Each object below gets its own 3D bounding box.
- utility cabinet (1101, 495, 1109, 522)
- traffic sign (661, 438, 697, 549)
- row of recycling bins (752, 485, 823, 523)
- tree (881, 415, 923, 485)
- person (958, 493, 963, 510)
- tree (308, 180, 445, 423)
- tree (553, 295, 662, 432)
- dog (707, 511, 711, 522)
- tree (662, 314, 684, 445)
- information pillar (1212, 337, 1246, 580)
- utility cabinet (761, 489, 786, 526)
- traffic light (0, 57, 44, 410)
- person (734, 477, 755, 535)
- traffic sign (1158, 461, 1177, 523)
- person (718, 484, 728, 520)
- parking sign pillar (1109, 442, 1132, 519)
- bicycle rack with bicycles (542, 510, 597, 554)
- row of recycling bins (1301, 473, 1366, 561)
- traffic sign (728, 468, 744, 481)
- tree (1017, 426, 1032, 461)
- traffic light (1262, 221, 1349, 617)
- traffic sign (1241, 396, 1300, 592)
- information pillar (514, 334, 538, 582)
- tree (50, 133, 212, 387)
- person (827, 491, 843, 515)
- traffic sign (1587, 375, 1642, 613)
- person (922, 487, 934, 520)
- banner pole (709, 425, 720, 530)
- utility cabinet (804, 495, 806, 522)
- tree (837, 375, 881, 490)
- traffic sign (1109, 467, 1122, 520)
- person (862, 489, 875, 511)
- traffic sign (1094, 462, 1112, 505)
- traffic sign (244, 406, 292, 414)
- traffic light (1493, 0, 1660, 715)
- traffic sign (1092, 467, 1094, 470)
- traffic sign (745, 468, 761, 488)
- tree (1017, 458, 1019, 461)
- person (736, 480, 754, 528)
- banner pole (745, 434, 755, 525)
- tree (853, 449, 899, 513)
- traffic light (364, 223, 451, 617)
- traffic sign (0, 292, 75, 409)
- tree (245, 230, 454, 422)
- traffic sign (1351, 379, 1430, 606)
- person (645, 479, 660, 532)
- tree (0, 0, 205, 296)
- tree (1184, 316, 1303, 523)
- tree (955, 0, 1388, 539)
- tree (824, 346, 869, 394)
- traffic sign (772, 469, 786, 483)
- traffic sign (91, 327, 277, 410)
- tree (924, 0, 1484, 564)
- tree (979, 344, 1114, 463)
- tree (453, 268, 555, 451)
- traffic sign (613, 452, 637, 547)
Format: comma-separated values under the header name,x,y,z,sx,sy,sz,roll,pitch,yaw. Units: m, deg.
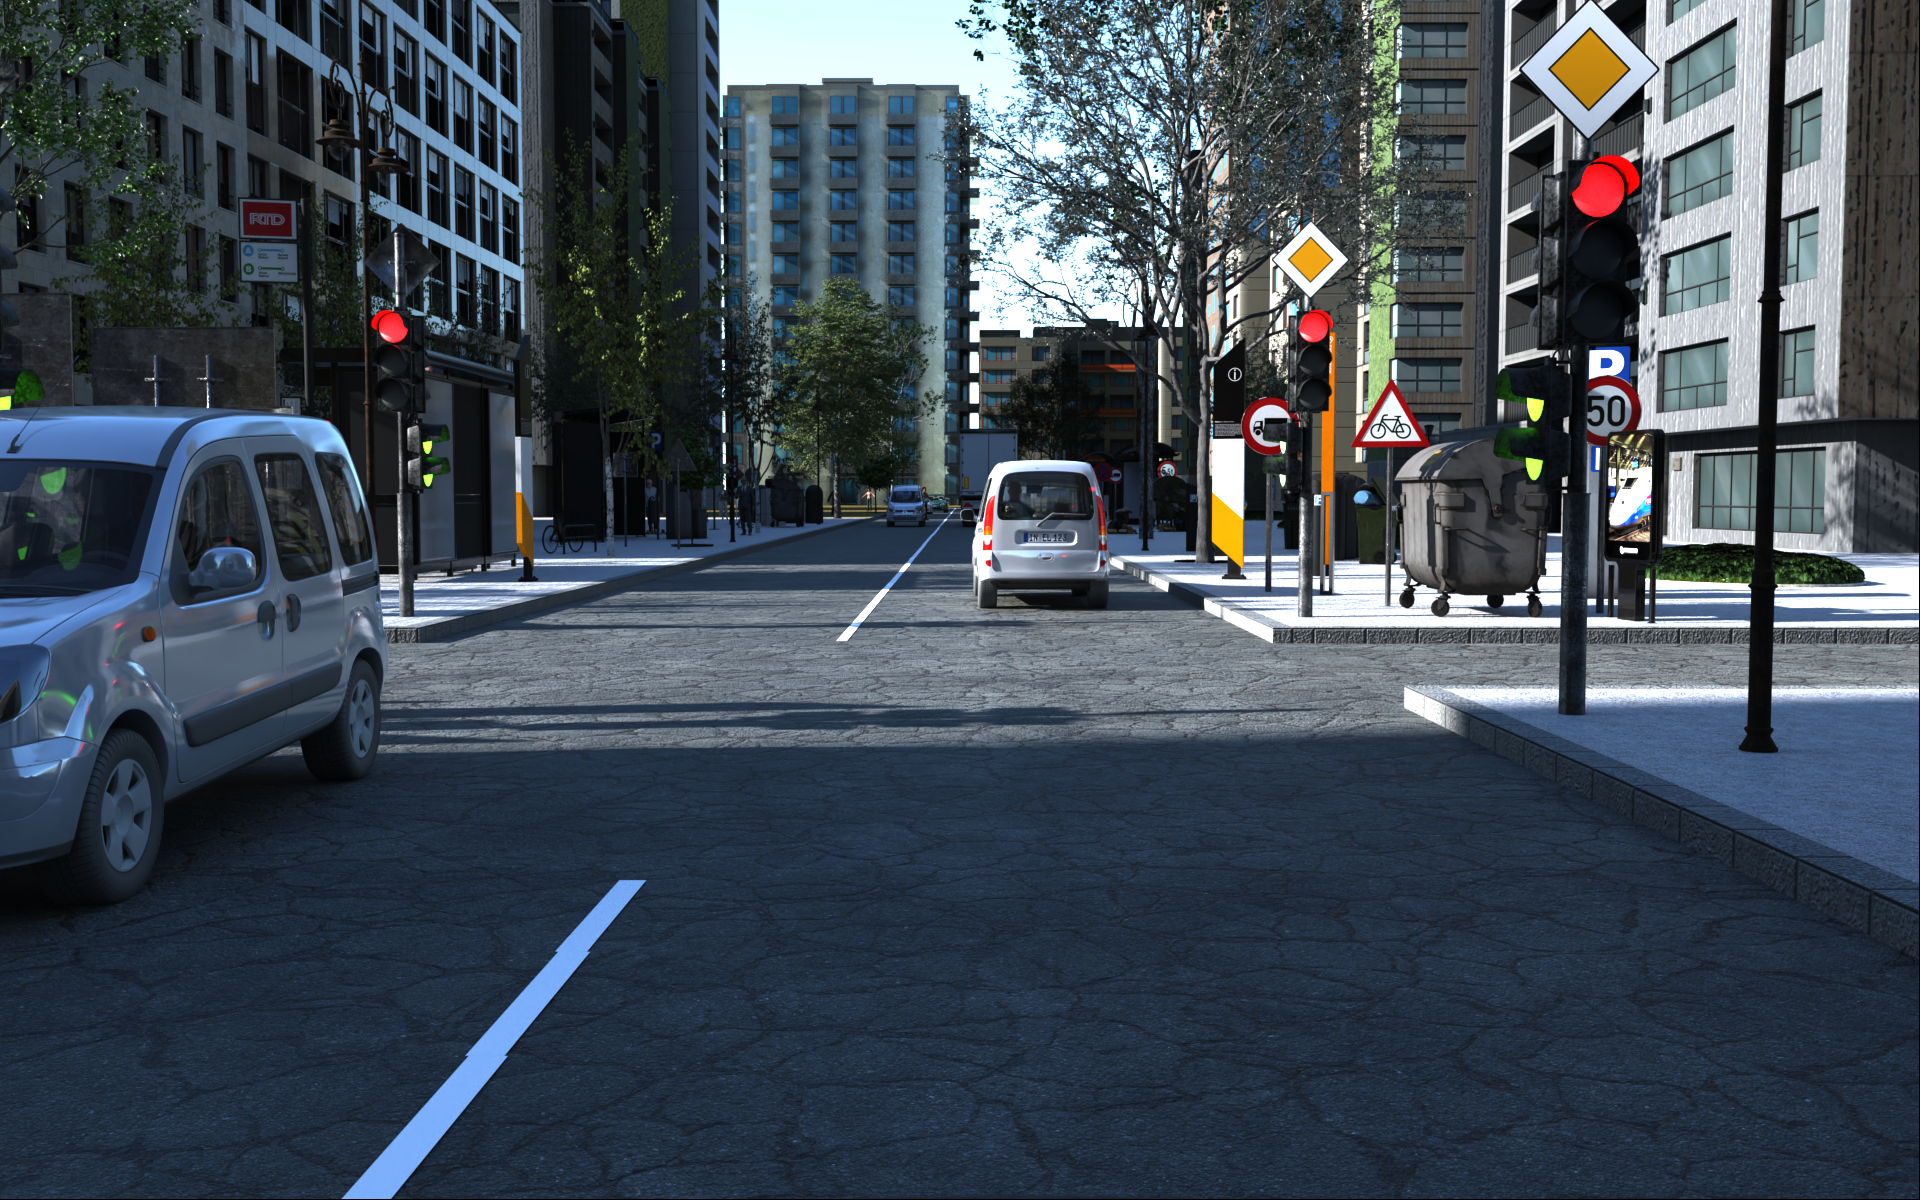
name,x,y,z,sx,sy,sz,roll,pitch,yaw
utility cabinet,6.688,-4.231,80.345,0.306,1.237,1.020,1,4,11
traffic sign,-6.532,-2.456,40.166,0.884,2.594,0.081,0,4,3
row of recycling bins,-7.631,-4.244,76.499,3.534,1.692,1.069,2,4,25
tree,-5.509,-12.637,156.978,4.737,8.622,4.395,0,3,0
person,0.220,-4.811,87.341,0.592,1.802,0.473,2,4,27
tree,-14.748,-5.589,41.736,4.737,8.622,4.395,0,3,0
tree,-13.970,-6.887,62.960,4.360,8.622,3.978,0,3,0
dog,-11.797,-3.840,79.608,0.406,0.507,0.540,3,5,40
tree,-10.451,-7.246,68.837,4.360,8.622,3.978,0,3,0
information pillar,4.051,-2.120,26.014,0.504,3.616,0.183,1,4,19
utility cabinet,-7.488,-3.710,69.337,0.318,1.500,1.173,2,4,35
traffic light,-5.808,-1.291,10.024,0.839,4.253,0.868,0,4,0
person,-6.713,-2.918,53.925,0.661,1.801,0.590,0,4,3
traffic sign,8.022,-4.093,67.029,0.768,2.556,0.104,0,4,3
person,-11.650,-4.805,85.153,0.519,1.759,0.362,0,4,1
parking sign pillar,8.197,-6.163,89.233,1.447,3.967,1.447,0,4,-7
bicycle rack with bicycles,-9.306,-1.490,37.747,2.852,0.926,2.925,1,4,11
row of recycling bins,7.568,-1.690,34.744,1.069,1.692,3.534,1,4,22
traffic sign,-10.658,-5.060,82.457,0.795,2.593,0.064,1,4,8
tree,4.783,-12.792,159.509,4.737,8.622,4.395,0,3,0
traffic light,3.589,-1.778,17.984,0.839,4.253,0.868,0,4,0
traffic sign,4.051,-1.381,22.678,0.768,2.556,0.104,0,4,3
information pillar,-6.352,-2.073,25.252,0.183,3.616,0.504,0,4,6
tree,-17.028,-5.246,36.132,4.737,8.622,4.395,0,3,0
person,-7.476,-5.948,103.847,0.990,1.755,0.434,0,4,2
traffic sign,6.904,-1.132,18.611,0.768,2.556,0.104,0,4,1
person,-1.931,-5.283,94.889,0.705,1.823,1.348,3,5,43
banner pole,-8.770,-4.421,62.307,0.401,3.779,0.863,-2,4,-28
utility cabinet,-6.954,-4.148,78.983,0.306,1.237,1.020,-3,5,-41
tree,-6.904,-9.115,99.392,4.360,8.622,3.978,0,3,0
traffic sign,7.404,-5.040,82.516,0.768,2.556,0.104,0,4,4
person,-6.837,-7.543,130.083,1.217,1.736,0.721,2,4,25
traffic sign,5.749,-4.258,69.723,0.768,2.556,0.104,0,4,3
traffic sign,-8.051,-1.105,20.195,0.606,2.300,0.079,1,4,9
traffic light,3.554,-1.289,9.999,0.839,4.253,0.868,0,4,0
traffic sign,6.146,-4.975,81.439,0.768,2.556,0.104,0,4,8
traffic sign,-9.833,-5.017,82.133,0.768,2.556,0.104,0,4,2
tree,4.954,-10.375,153.347,4.285,4.588,4.351,0,3,0
person,-8.141,-3.634,65.487,0.654,1.822,0.581,0,4,0
banner pole,-8.627,-4.991,71.614,0.401,3.779,0.863,1,4,10
tree,-5.735,-8.281,119.106,4.285,4.588,4.351,0,3,0
traffic light,-5.772,-1.779,18.009,0.839,4.253,0.868,0,4,0
traffic sign,-10.095,-1.452,17.612,2.265,3.308,0.079,0,4,4
tree,-17.089,-5.961,47.818,4.360,8.622,3.978,0,3,0
traffic sign,4.886,-1.205,19.710,0.884,2.594,0.081,0,4,6
person,-10.357,-3.118,57.510,0.782,1.767,0.515,-1,4,-13
tree,-15.953,-6.164,26.534,9.928,11.665,9.643,0,3,0
tree,11.616,-7.453,72.215,4.360,8.622,3.978,0,3,0
tree,6.808,-11.835,49.391,12.611,20.169,13.585,0,3,0
tree,-7.341,-19.107,168.280,12.611,20.169,13.585,0,3,0
traffic sign,-8.528,-5.024,82.140,0.884,2.594,0.081,1,4,9
traffic sign,-9.448,-1.667,21.122,2.265,3.308,0.079,0,4,2
tree,4.443,-7.438,31.981,12.009,13.543,11.850,0,3,0
tree,5.898,-10.607,107.836,7.601,10.594,8.767,1,4,20
tree,-16.170,-6.531,57.150,4.360,8.622,3.978,0,3,0
traffic sign,-8.137,-2.445,42.108,0.606,2.300,0.079,0,4,8
